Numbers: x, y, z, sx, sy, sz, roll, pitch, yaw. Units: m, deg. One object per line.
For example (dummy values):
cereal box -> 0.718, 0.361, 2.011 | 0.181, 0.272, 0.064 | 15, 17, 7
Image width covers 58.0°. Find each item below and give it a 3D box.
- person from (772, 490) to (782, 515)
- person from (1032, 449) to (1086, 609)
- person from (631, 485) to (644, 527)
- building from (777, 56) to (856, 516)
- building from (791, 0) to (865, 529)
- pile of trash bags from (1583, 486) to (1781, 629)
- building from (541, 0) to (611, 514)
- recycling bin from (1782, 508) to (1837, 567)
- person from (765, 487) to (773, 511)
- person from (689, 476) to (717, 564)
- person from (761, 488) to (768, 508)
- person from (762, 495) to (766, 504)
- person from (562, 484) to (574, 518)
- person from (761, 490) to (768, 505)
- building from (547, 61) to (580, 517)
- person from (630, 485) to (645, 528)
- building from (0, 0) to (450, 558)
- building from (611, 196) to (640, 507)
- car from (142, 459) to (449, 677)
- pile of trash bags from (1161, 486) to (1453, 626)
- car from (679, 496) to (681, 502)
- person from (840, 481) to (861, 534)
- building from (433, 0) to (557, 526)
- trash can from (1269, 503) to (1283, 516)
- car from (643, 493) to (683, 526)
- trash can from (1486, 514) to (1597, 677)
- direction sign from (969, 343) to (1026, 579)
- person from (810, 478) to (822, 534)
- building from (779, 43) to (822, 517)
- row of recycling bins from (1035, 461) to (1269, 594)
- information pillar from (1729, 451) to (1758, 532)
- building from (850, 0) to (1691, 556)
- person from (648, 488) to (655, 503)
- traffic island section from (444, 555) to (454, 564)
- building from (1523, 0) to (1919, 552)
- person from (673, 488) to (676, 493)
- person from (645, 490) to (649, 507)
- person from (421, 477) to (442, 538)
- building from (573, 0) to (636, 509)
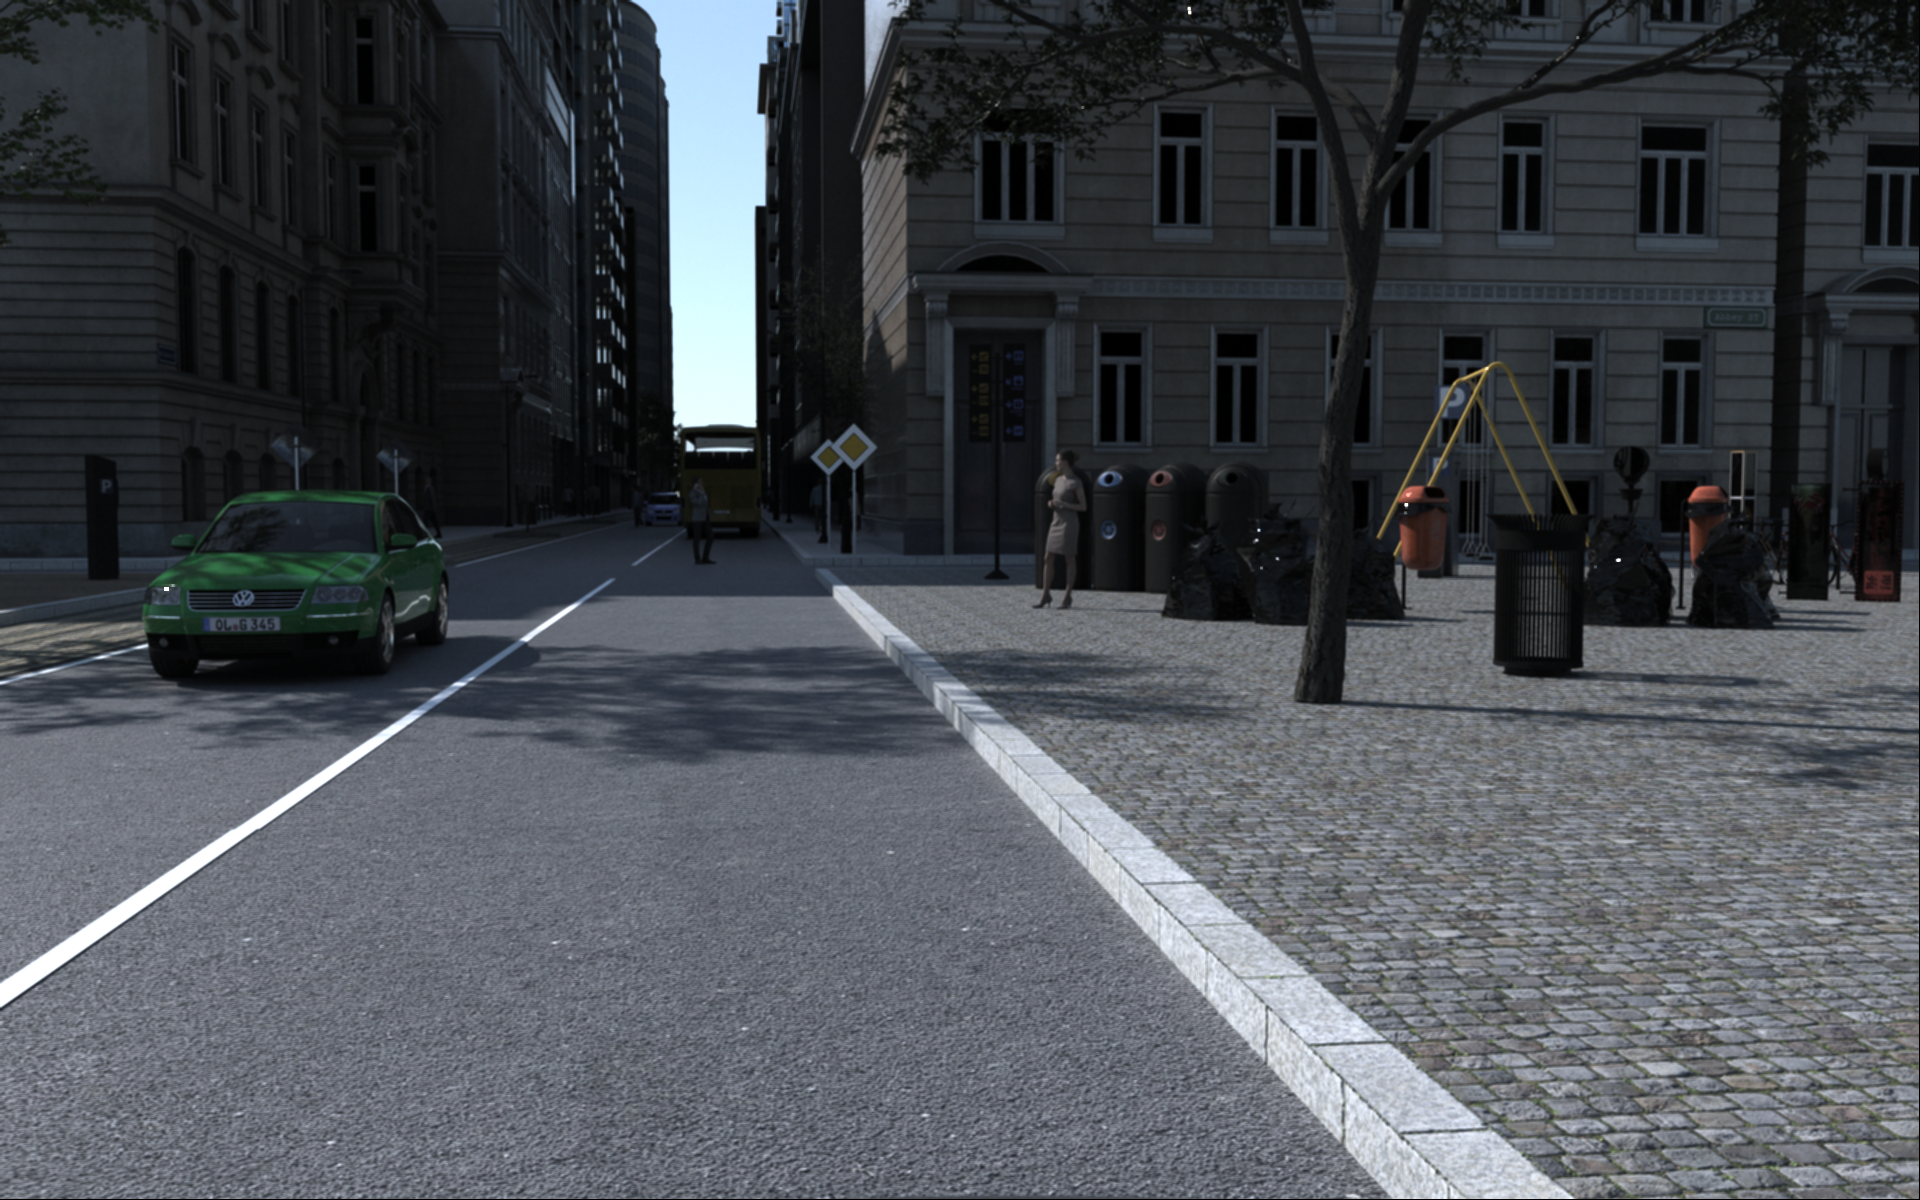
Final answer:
person -> -11.000, -6.014, 104.255 | 0.514, 1.842, 0.818 | -2, 4, -26
person -> 1.112, -0.790, 19.305 | 0.374, 1.781, 0.599 | -3, 4, -37
person -> -14.156, -4.128, 76.009 | 0.555, 1.821, 0.388 | -1, 4, -10
building -> -5.461, -21.241, 118.993 | 14.160, 30.474, 14.107 | 0, 4, -7
building -> 0.549, -15.520, 72.821 | 14.314, 24.678, 30.058 | 0, 4, -7
pile of trash bags -> 7.555, -0.503, 17.985 | 1.912, 1.369, 3.447 | 2, 4, 30
building -> -34.765, -41.523, 117.146 | 20.563, 71.187, 20.611 | 0, 4, -7
recycling bin -> 15.108, -1.117, 30.824 | 0.722, 1.027, 0.722 | 1, 4, 8
person -> -14.277, -7.552, 129.389 | 0.599, 1.838, 0.709 | 2, 4, 31
person -> -5.273, -1.636, 35.431 | 0.473, 1.802, 0.592 | 3, 4, 38
person -> -17.739, -9.272, 157.728 | 1.350, 1.814, 0.705 | -2, 4, -28
person -> -18.350, -9.482, 162.546 | 0.415, 1.643, 0.593 | 0, 4, 3
person -> -21.247, -5.387, 93.973 | 0.661, 1.843, 0.795 | -1, 4, -19
person -> -18.565, -9.698, 165.391 | 1.217, 1.735, 0.721 | -2, 4, -24
building -> -28.613, -17.094, 97.511 | 12.078, 24.808, 19.932 | 0, 4, -7
person -> -13.754, -3.999, 73.899 | 0.620, 1.820, 0.660 | -1, 4, -16
building -> -23.355, -14.148, 50.401 | 14.460, 24.649, 34.723 | 0, 4, -7
building -> -38.384, -24.136, 166.322 | 14.160, 30.474, 14.107 | 0, 4, -7
car -> -5.609, -0.381, 15.026 | 1.959, 1.807, 4.718 | 0, 4, -8
pile of trash bags -> 3.911, -0.523, 18.301 | 3.447, 1.369, 1.912 | -2, 4, -34
car -> -22.601, -8.062, 143.616 | 2.131, 1.459, 4.920 | 0, 4, -8
person -> -3.468, -2.988, 55.655 | 0.760, 1.731, 0.466 | -1, 4, -14
building -> -25.730, -17.841, 77.609 | 13.634, 28.700, 20.117 | 0, 4, -7
trash can -> 4.914, -1.023, 28.387 | 0.748, 1.137, 0.748 | 0, 3, 0
car -> -13.498, -4.255, 79.153 | 1.945, 1.707, 3.694 | -1, 4, -8
trash can -> 4.126, -0.042, 12.338 | 0.748, 1.137, 0.748 | 0, 3, 0
direction sign -> 0.561, -2.088, 26.128 | 0.876, 3.537, 0.379 | 1, 4, 17
person -> -4.508, -3.009, 55.581 | 0.601, 1.785, 0.444 | 0, 4, 4
building -> -2.882, -18.732, 99.773 | 14.314, 27.812, 24.014 | 0, 4, -7
row of recycling bins -> 2.468, -0.954, 22.718 | 3.534, 1.692, 1.069 | 3, 5, 40
information pillar -> 13.325, -1.529, 29.496 | 0.304, 2.012, 0.304 | -1, 4, -22
building -> 7.681, -15.701, 42.608 | 20.117, 28.700, 13.634 | 0, 4, -7
person -> -16.996, -5.313, 95.716 | 0.601, 1.785, 0.444 | -3, 4, -37
traffic island section -> -11.475, -0.793, 35.245 | 2.009, 0.180, 2.903 | 0, 4, -7
building -> 28.064, -15.930, 46.363 | 20.117, 28.700, 13.634 | 0, 4, -7
person -> -22.171, -7.736, 134.611 | 0.705, 1.869, 1.348 | -2, 4, -30
person -> -23.032, -7.233, 127.675 | 0.530, 1.710, 0.541 | 3, 5, 43
person -> -15.411, -2.669, 50.083 | 0.834, 1.777, 0.661 | -2, 4, -32
building -> -39.577, -32.006, 142.900 | 23.786, 49.044, 30.456 | 0, 4, -7
